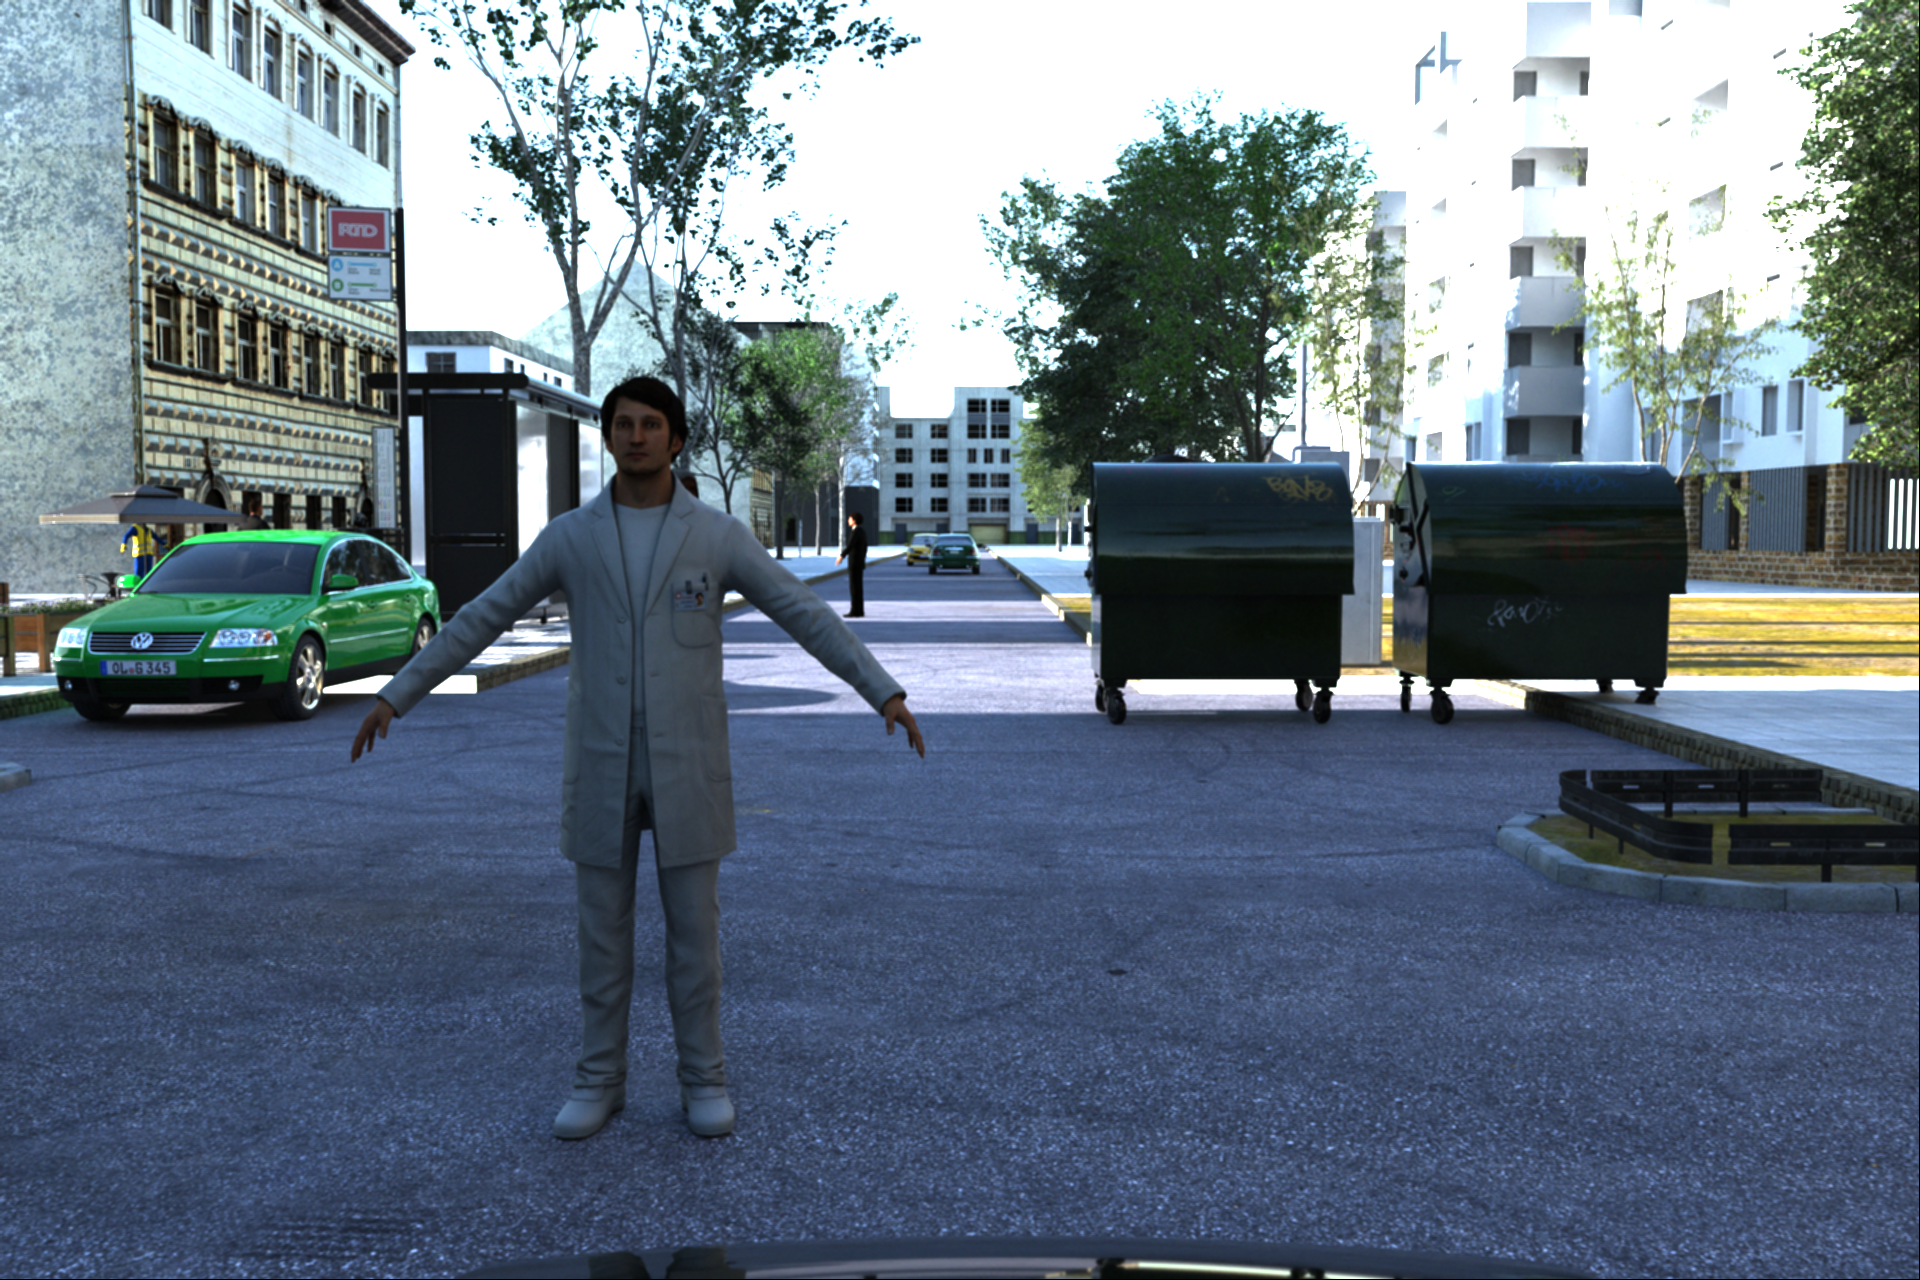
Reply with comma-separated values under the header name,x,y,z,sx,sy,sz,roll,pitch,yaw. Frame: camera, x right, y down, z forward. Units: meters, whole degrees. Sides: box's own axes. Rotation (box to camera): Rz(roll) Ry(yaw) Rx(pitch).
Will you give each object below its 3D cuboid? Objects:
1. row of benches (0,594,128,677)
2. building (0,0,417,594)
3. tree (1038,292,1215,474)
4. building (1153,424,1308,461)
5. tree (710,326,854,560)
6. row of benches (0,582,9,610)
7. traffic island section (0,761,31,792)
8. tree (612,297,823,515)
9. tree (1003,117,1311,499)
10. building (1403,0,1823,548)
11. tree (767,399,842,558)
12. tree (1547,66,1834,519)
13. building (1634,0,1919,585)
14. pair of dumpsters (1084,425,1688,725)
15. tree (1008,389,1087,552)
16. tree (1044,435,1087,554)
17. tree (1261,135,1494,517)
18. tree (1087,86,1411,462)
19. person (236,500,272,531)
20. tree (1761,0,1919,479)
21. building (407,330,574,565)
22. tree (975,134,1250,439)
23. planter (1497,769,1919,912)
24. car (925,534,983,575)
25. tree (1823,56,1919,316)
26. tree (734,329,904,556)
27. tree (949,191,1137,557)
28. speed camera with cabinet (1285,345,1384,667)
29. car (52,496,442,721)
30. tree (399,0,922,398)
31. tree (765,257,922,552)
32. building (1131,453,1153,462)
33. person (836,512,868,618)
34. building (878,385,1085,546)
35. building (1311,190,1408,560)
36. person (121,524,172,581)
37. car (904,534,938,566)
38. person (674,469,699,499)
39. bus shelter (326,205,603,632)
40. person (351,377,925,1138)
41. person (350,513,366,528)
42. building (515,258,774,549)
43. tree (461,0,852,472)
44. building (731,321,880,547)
name,x,y,z,sx,sy,sz,roll,pitch,yaw
row of benches,-8.664,-0.062,16.481,1.422,0.672,4.104,1,4,12
building,-26.629,-13.100,45.109,19.493,23.208,18.063,0,3,0
tree,6.495,-8.106,66.945,7.601,10.594,8.767,-1,4,-22
building,22.032,-12.456,145.804,9.099,9.664,28.070,0,4,1
tree,-8.841,-9.802,86.014,9.928,11.665,9.643,0,3,0
row of benches,-15.416,-0.554,24.521,1.422,0.672,4.104,1,4,18
traffic island section,-6.311,0.822,9.432,1.991,0.108,1.994,0,4,0
tree,-9.150,-8.189,68.297,8.767,10.594,7.601,-3,5,-41
tree,6.203,-8.988,53.612,9.857,13.997,8.962,0,3,0
building,22.628,-12.861,66.705,16.016,20.090,11.380,0,4,0
tree,-8.781,-8.759,93.578,4.360,8.622,3.978,0,3,0
tree,11.273,-4.756,28.129,4.360,8.622,3.978,0,3,0
building,25.558,-11.875,50.573,16.016,20.090,11.380,0,3,0
pair of dumpsters,3.184,-0.522,13.486,4.436,2.255,1.574,0,4,1
tree,7.108,-12.373,120.432,7.486,12.596,7.792,0,3,0
tree,6.766,-9.720,109.278,4.360,8.622,3.978,0,3,0
tree,7.419,-5.039,32.756,4.360,8.622,3.978,0,3,0
tree,6.856,-7.000,40.212,9.928,11.665,9.643,0,3,0
person,-10.810,-1.251,26.679,1.346,1.802,0.704,2,4,25
tree,18.589,-7.490,29.115,9.857,13.997,8.962,0,3,0
building,-23.548,-8.764,85.439,9.099,9.664,28.070,0,4,1
tree,7.911,-13.742,80.571,12.611,20.169,13.585,0,3,0
planter,3.454,0.831,7.558,1.991,0.319,1.994,0,4,1
car,-0.206,-3.119,62.786,2.131,1.459,4.920,0,4,0
tree,12.931,-5.117,18.082,7.601,10.594,8.767,0,4,5
tree,-8.305,-11.784,103.044,12.009,13.543,11.850,0,3,0
tree,6.252,-14.699,96.211,12.611,20.169,13.585,0,3,0
speed camera with cabinet,3.773,-1.419,17.529,0.660,3.252,2.038,0,4,0
car,-5.858,-0.362,14.719,1.959,1.807,4.718,0,4,1
tree,-7.116,-11.148,38.161,12.611,20.169,13.585,0,3,0
tree,-9.740,-16.218,121.054,12.611,20.169,13.585,0,3,0
building,21.899,-14.432,178.113,9.099,9.664,28.070,0,3,0
person,-1.818,-1.298,29.865,0.705,1.806,1.347,1,4,15
building,-1.305,-21.048,213.046,31.486,18.905,16.747,0,4,-3
building,24.905,-14.690,96.599,16.016,20.090,11.380,0,3,0
person,-15.516,-1.624,33.016,0.721,1.772,1.216,1,4,19
car,-1.517,-4.183,78.616,2.015,1.641,3.980,0,4,0
person,-1.632,-0.102,10.246,1.348,1.813,0.705,-2,4,-35
bus shelter,-6.665,-2.834,23.976,2.179,5.291,8.768,0,4,0
person,-0.762,0.272,4.191,1.347,1.806,0.705,0,4,-3
person,-16.169,-2.506,46.737,0.705,1.858,1.354,0,4,-2
building,-25.986,-19.305,146.559,19.493,23.208,18.063,0,4,-1
tree,-9.784,-12.196,55.286,12.611,20.169,13.585,0,3,0
building,-23.171,-20.709,182.562,27.936,21.610,32.646,0,3,0
